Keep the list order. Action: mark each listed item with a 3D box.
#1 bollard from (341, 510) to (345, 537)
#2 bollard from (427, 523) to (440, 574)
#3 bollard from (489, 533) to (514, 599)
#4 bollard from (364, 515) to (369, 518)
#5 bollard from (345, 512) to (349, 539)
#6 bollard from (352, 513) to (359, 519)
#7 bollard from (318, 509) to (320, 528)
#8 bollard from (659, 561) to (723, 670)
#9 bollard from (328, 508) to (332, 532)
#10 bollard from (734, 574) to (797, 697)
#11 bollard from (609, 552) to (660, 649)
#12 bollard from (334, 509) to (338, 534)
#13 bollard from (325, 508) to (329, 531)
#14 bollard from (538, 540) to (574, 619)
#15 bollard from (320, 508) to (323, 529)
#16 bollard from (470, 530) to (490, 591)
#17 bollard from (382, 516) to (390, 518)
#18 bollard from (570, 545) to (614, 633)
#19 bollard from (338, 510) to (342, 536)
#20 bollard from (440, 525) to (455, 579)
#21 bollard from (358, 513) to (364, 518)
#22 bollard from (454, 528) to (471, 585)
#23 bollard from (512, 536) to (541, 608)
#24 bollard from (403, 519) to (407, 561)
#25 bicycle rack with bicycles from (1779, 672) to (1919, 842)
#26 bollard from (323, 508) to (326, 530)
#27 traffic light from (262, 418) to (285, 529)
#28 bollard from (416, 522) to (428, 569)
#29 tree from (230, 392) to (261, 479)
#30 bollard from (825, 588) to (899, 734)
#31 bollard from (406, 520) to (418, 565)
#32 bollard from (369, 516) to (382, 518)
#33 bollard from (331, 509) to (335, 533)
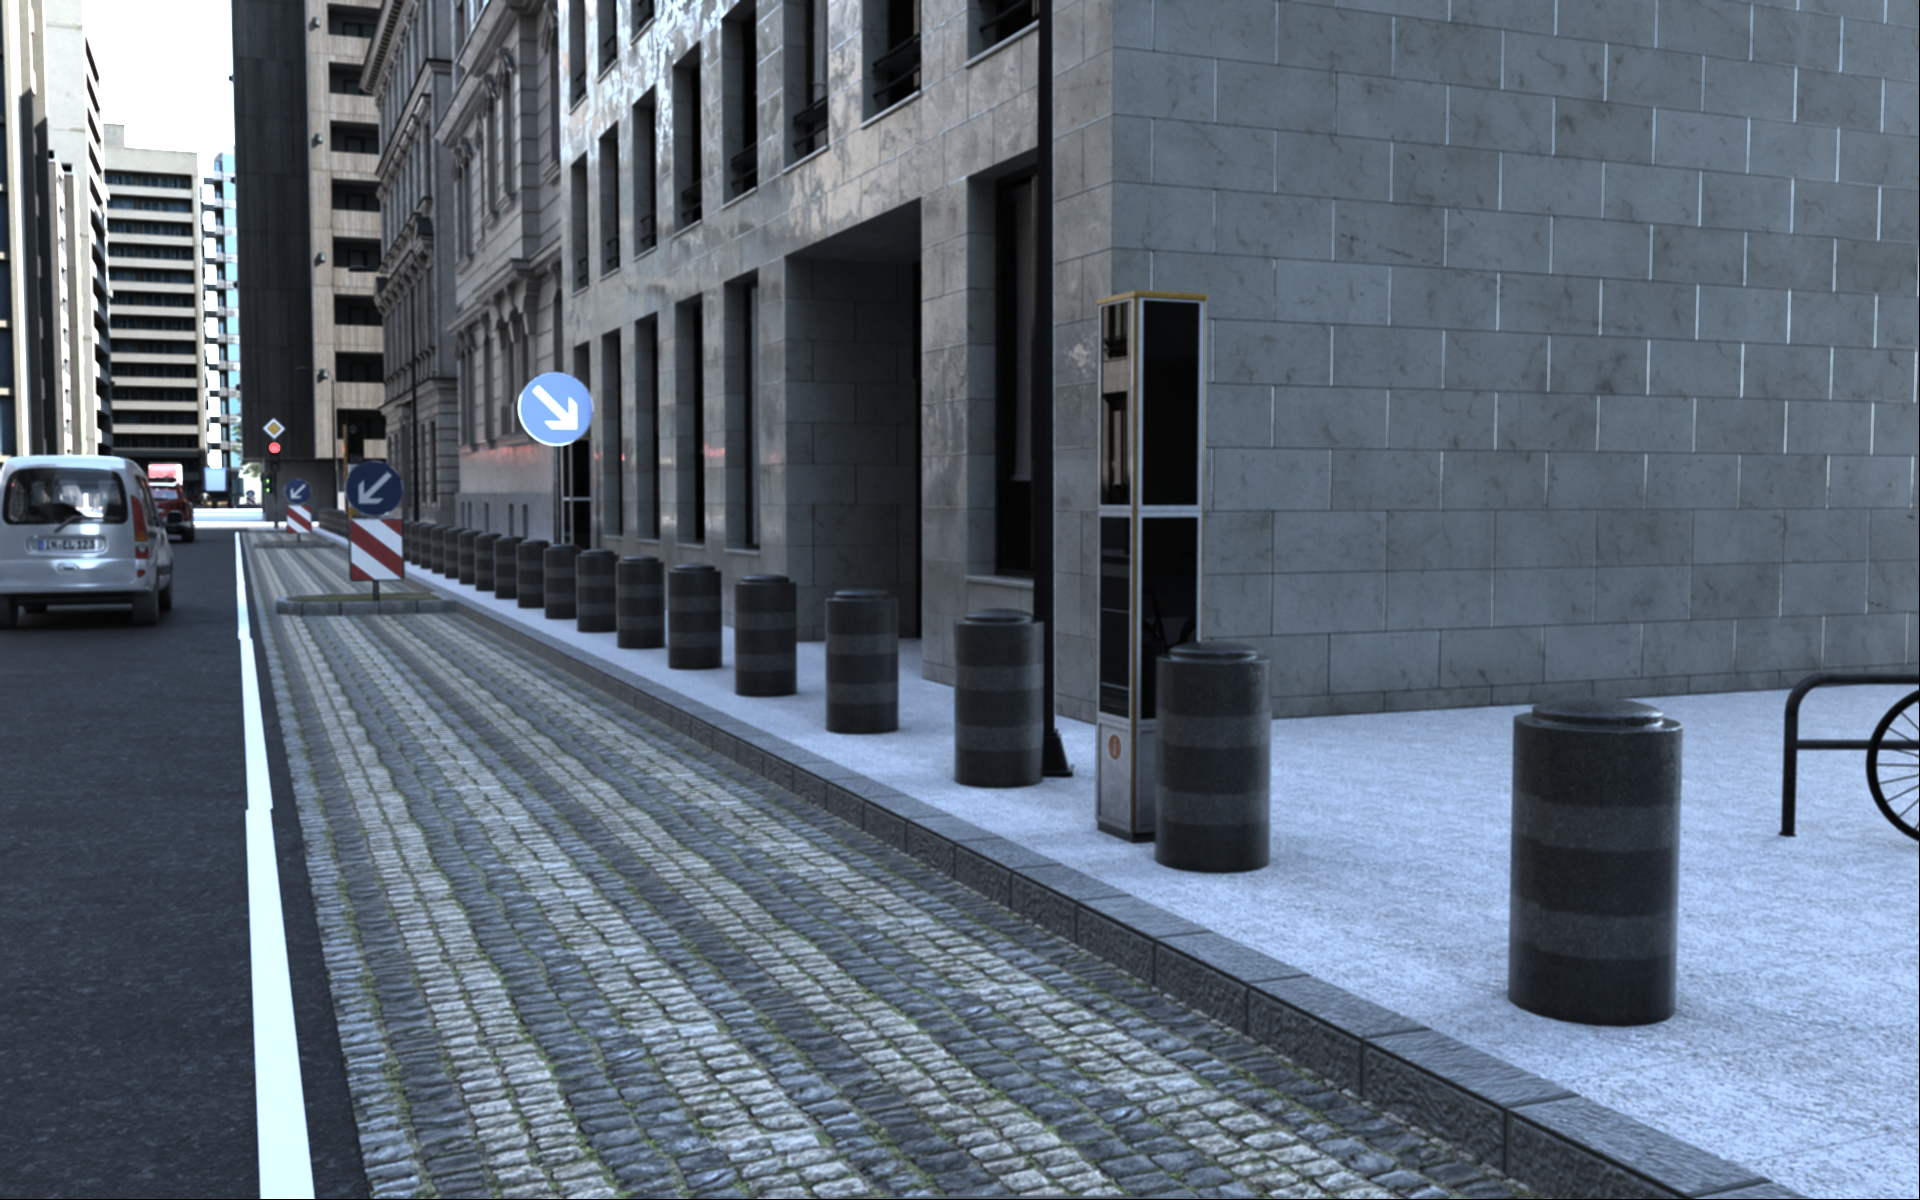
[{"bbox_3d":[-17.609,-2.167,50.142,0.404,0.777,0.398,0,3,0],"label":"bollard"},{"bbox_3d":[-8.367,-0.818,28.092,0.404,0.777,0.398,0,3,0],"label":"bollard"},{"bbox_3d":[-5.523,-0.403,21.311,0.404,0.777,0.398,0,3,0],"label":"bollard"},{"bbox_3d":[-14.053,-1.648,41.663,0.404,0.777,0.398,0,3,0],"label":"bollard"},{"bbox_3d":[-16.887,-2.062,48.425,0.404,0.777,0.398,0,3,0],"label":"bollard"},{"bbox_3d":[-16.180,-1.958,46.737,0.404,0.777,0.398,0,3,0],"label":"bollard"},{"bbox_3d":[-23.279,-2.994,63.667,0.404,0.777,0.398,0,3,0],"label":"bollard"},{"bbox_3d":[-1.961,0.117,12.809,0.404,0.777,0.398,0,3,0],"label":"bollard"},{"bbox_3d":[-20.444,-2.580,56.905,0.404,0.777,0.398,0,3,0],"label":"bollard"},{"bbox_3d":[-1.247,0.220,11.115,0.404,0.777,0.398,0,3,0],"label":"bollard"},{"bbox_3d":[-2.671,0.013,14.498,0.404,0.777,0.398,0,3,0],"label":"bollard"},{"bbox_3d":[-19.024,-2.373,53.517,0.404,0.777,0.398,0,3,0],"label":"bollard"},{"bbox_3d":[-21.156,-2.684,58.599,0.404,0.777,0.398,0,3,0],"label":"bollard"},{"bbox_3d":[-4.091,-0.195,17.898,0.404,0.777,0.398,0,3,0],"label":"bollard"},{"bbox_3d":[-22.569,-2.890,61.975,0.404,0.777,0.398,0,3,0],"label":"bollard"},{"bbox_3d":[-6.235,-0.507,23.010,0.404,0.777,0.398,0,3,0],"label":"bollard"},{"bbox_3d":[-11.925,-1.337,36.580,0.404,0.777,0.398,0,3,0],"label":"bollard"},{"bbox_3d":[-3.380,-0.090,16.192,0.404,0.777,0.398,0,3,0],"label":"bollard"},{"bbox_3d":[-18.317,-2.270,51.829,0.404,0.777,0.398,0,3,0],"label":"bollard"},{"bbox_3d":[-7.655,-0.715,26.404,0.404,0.777,0.398,0,3,0],"label":"bollard"},{"bbox_3d":[-14.767,-1.752,43.355,0.404,0.777,0.398,0,3,0],"label":"bollard"},{"bbox_3d":[-6.943,-0.611,24.700,0.404,0.777,0.398,0,3,0],"label":"bollard"},{"bbox_3d":[-4.810,-0.299,19.612,0.404,0.777,0.398,0,3,0],"label":"bollard"},{"bbox_3d":[-10.503,-1.130,33.188,0.404,0.777,0.398,0,3,0],"label":"bollard"},{"bbox_3d":[4.130,0.485,5.453,2.925,0.926,2.852,0,4,2],"label":"bicycle rack with bicycles"},{"bbox_3d":[-21.863,-2.787,60.287,0.404,0.777,0.398,0,3,0],"label":"bollard"},{"bbox_3d":[-25.283,-4.585,63.888,0.839,4.253,0.868,-1,4,-23],"label":"traffic light"},{"bbox_3d":[-9.083,-0.922,29.798,0.404,0.777,0.398,0,3,0],"label":"bollard"},{"bbox_3d":[-59.022,-14.114,148.897,7.486,12.596,7.792,0,3,0],"label":"tree"},{"bbox_3d":[-0.532,0.324,9.415,0.404,0.777,0.398,0,3,0],"label":"bollard"},{"bbox_3d":[-9.787,-1.026,31.494,0.404,0.777,0.398,0,3,0],"label":"bollard"},{"bbox_3d":[-13.342,-1.544,39.961,0.404,0.777,0.398,0,3,0],"label":"bollard"},{"bbox_3d":[-19.734,-2.477,55.214,0.404,0.777,0.398,0,3,0],"label":"bollard"}]
